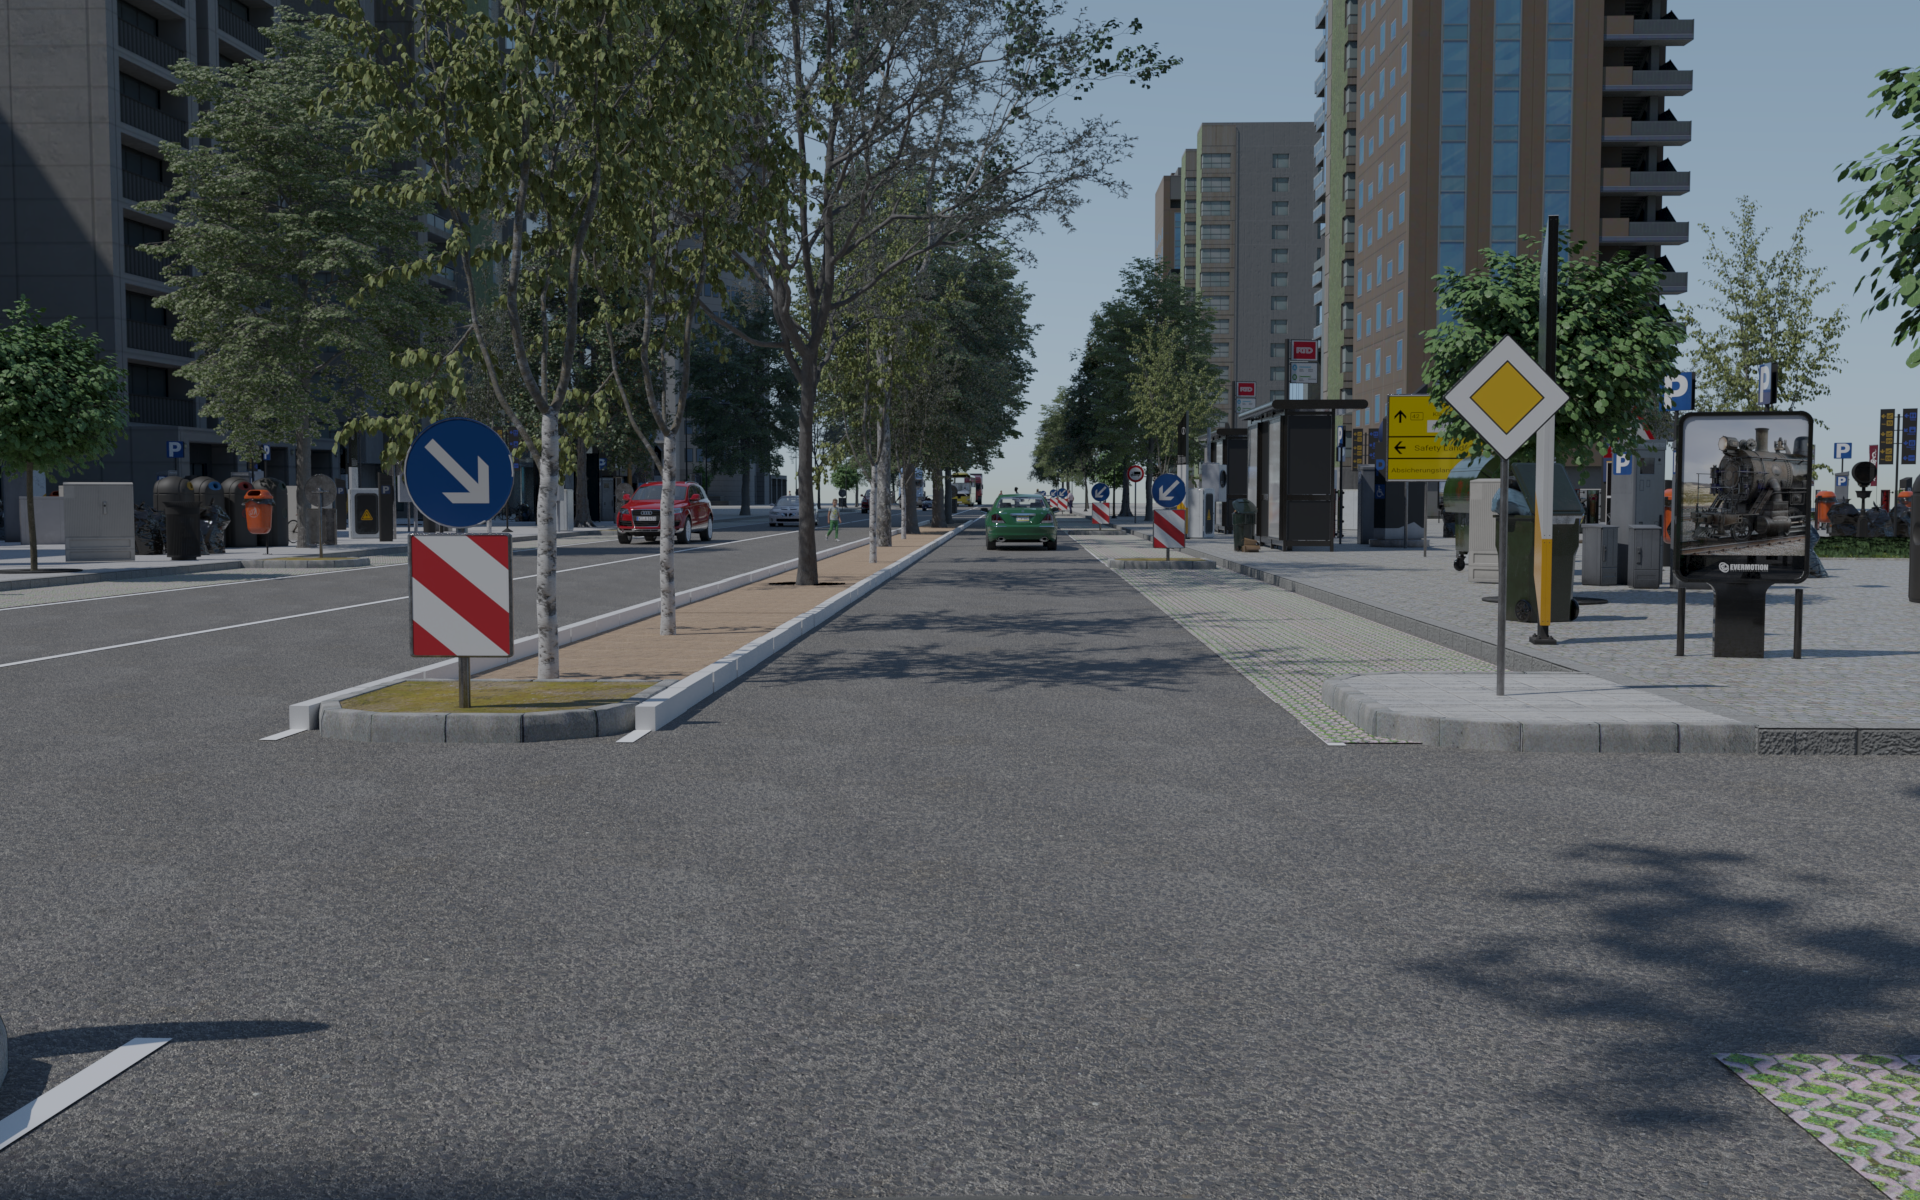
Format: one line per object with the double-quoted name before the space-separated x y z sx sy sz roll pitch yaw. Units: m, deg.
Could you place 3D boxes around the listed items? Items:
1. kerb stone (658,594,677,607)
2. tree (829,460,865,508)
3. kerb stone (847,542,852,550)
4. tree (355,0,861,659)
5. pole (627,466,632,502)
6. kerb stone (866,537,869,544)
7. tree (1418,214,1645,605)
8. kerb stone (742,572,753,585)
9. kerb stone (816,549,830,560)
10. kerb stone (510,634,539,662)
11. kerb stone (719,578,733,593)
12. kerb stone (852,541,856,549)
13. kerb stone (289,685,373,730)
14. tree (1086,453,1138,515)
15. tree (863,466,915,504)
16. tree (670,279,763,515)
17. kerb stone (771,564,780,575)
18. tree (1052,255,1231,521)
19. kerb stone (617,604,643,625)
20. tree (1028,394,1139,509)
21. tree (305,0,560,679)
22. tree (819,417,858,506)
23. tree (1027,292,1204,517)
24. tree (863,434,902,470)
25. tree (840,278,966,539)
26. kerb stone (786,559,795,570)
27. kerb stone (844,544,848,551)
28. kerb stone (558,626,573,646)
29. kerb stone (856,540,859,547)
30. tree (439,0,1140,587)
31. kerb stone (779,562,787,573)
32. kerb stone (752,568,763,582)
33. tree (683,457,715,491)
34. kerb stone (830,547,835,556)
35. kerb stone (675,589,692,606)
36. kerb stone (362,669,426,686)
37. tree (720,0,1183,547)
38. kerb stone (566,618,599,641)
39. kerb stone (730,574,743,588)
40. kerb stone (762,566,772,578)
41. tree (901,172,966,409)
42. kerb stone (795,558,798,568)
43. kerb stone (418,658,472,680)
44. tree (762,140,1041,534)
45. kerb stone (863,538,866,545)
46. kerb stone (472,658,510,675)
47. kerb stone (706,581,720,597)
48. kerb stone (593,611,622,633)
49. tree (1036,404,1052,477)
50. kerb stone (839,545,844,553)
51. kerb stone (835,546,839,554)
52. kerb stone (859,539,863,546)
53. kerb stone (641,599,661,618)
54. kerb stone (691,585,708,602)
"kerb stone" -3.654 0.059 21.235 0.120 0.150 1.000 0 4 2
"tree" -10.758 -11.034 164.125 4.285 4.588 4.351 0 3 0
"kerb stone" -2.907 -1.319 43.780 0.120 0.150 1.000 0 4 2
"tree" -2.984 -3.955 17.491 4.737 8.622 4.395 0 3 0
"pole" -14.602 -5.059 76.565 0.158 3.312 0.155 0 3 0
"kerb stone" -2.729 -1.633 48.895 0.120 0.150 1.000 0 4 2
"tree" 6.919 -2.247 20.453 4.285 4.588 4.351 0 3 0
"kerb stone" -3.447 -0.317 27.378 0.120 0.150 1.000 0 4 2
"kerb stone" -3.071 -1.007 38.662 0.120 0.150 1.000 0 4 2
"kerb stone" -3.855 0.434 15.104 0.120 0.150 1.000 0 4 2
"kerb stone" -3.505 -0.187 25.321 0.120 0.150 1.000 0 4 2
"kerb stone" -2.870 -1.383 44.808 0.120 0.150 1.000 0 4 2
"kerb stone" -3.989 0.685 10.997 0.120 0.150 1.000 0 4 2
"tree" 9.684 -7.632 108.502 4.285 4.588 4.351 0 3 0
"tree" -9.061 -19.412 234.397 9.611 12.733 9.660 0 3 0
"tree" -12.969 -12.077 104.109 9.857 13.997 8.962 0 3 0
"kerb stone" -3.337 -0.505 30.458 0.120 0.150 1.000 0 4 2
"tree" 9.407 -10.073 82.813 7.486 12.596 7.792 0 3 0
"kerb stone" -3.714 0.184 19.192 0.120 0.150 1.000 0 4 2
"tree" 10.961 -13.176 149.841 8.767 10.594 7.601 -1 4 -18
"tree" -3.045 -3.660 12.663 4.737 8.622 4.395 0 3 0
"tree" -11.129 -16.042 180.405 7.486 12.596 7.792 0 3 0
"tree" 9.569 -11.100 98.485 9.611 12.733 9.660 0 3 0
"tree" -9.227 -16.346 201.675 8.767 10.594 7.601 2 4 29
"tree" -1.774 -6.212 54.386 4.360 8.622 3.978 0 3 0
"kerb stone" -3.270 -0.631 32.504 0.120 0.150 1.000 0 4 2
"kerb stone" -2.935 -1.253 42.757 0.120 0.150 1.000 0 4 2
"kerb stone" -3.815 0.374 16.126 0.120 0.150 1.000 0 4 2
"kerb stone" -2.836 -1.446 45.830 0.120 0.150 1.000 0 4 2
"tree" -2.423 -6.977 26.903 12.009 13.543 11.850 0 3 0
"kerb stone" -3.312 -0.568 31.480 0.120 0.150 1.000 0 4 2
"kerb stone" -3.402 -0.380 28.415 0.120 0.150 1.000 0 4 2
"tree" -13.818 -5.923 91.445 1.663 3.219 1.824 0 3 0
"kerb stone" -3.031 -1.070 39.685 0.120 0.150 1.000 0 4 2
"kerb stone" -3.625 -0.004 22.257 0.120 0.150 1.000 0 4 2
"kerb stone" -3.953 0.622 12.022 0.120 0.150 1.000 0 4 2
"tree" -0.868 -11.437 45.349 12.611 20.169 13.585 0 3 0
"kerb stone" -3.778 0.310 17.149 0.120 0.150 1.000 0 4 2
"kerb stone" -3.478 -0.254 26.355 0.120 0.150 1.000 0 4 2
"kerb stone" -3.376 -0.443 29.437 0.120 0.150 1.000 0 4 2
"tree" -1.826 -5.071 35.724 4.737 8.622 4.395 0 3 0
"kerb stone" -3.236 -0.693 33.526 0.120 0.150 1.000 0 4 2
"kerb stone" -3.916 0.560 13.051 0.120 0.150 1.000 0 4 2
"tree" -1.766 -9.332 61.686 9.857 13.997 8.962 0 3 0
"kerb stone" -2.765 -1.570 47.873 0.120 0.150 1.000 0 4 2
"kerb stone" -3.888 0.498 14.082 0.120 0.150 1.000 0 4 2
"kerb stone" -3.544 -0.126 24.299 0.120 0.150 1.000 0 4 2
"kerb stone" -3.746 0.246 18.171 0.120 0.150 1.000 0 4 2
"tree" 11.215 -16.068 180.841 7.486 12.596 7.792 0 3 0
"kerb stone" -2.974 -1.190 41.728 0.120 0.150 1.000 0 4 2
"kerb stone" -3.009 -1.132 40.707 0.120 0.150 1.000 0 4 2
"kerb stone" -2.797 -1.505 46.852 0.120 0.150 1.000 0 4 2
"kerb stone" -3.687 0.122 20.214 0.120 0.150 1.000 0 4 2
"kerb stone" -3.577 -0.066 23.278 0.120 0.150 1.000 0 4 2
